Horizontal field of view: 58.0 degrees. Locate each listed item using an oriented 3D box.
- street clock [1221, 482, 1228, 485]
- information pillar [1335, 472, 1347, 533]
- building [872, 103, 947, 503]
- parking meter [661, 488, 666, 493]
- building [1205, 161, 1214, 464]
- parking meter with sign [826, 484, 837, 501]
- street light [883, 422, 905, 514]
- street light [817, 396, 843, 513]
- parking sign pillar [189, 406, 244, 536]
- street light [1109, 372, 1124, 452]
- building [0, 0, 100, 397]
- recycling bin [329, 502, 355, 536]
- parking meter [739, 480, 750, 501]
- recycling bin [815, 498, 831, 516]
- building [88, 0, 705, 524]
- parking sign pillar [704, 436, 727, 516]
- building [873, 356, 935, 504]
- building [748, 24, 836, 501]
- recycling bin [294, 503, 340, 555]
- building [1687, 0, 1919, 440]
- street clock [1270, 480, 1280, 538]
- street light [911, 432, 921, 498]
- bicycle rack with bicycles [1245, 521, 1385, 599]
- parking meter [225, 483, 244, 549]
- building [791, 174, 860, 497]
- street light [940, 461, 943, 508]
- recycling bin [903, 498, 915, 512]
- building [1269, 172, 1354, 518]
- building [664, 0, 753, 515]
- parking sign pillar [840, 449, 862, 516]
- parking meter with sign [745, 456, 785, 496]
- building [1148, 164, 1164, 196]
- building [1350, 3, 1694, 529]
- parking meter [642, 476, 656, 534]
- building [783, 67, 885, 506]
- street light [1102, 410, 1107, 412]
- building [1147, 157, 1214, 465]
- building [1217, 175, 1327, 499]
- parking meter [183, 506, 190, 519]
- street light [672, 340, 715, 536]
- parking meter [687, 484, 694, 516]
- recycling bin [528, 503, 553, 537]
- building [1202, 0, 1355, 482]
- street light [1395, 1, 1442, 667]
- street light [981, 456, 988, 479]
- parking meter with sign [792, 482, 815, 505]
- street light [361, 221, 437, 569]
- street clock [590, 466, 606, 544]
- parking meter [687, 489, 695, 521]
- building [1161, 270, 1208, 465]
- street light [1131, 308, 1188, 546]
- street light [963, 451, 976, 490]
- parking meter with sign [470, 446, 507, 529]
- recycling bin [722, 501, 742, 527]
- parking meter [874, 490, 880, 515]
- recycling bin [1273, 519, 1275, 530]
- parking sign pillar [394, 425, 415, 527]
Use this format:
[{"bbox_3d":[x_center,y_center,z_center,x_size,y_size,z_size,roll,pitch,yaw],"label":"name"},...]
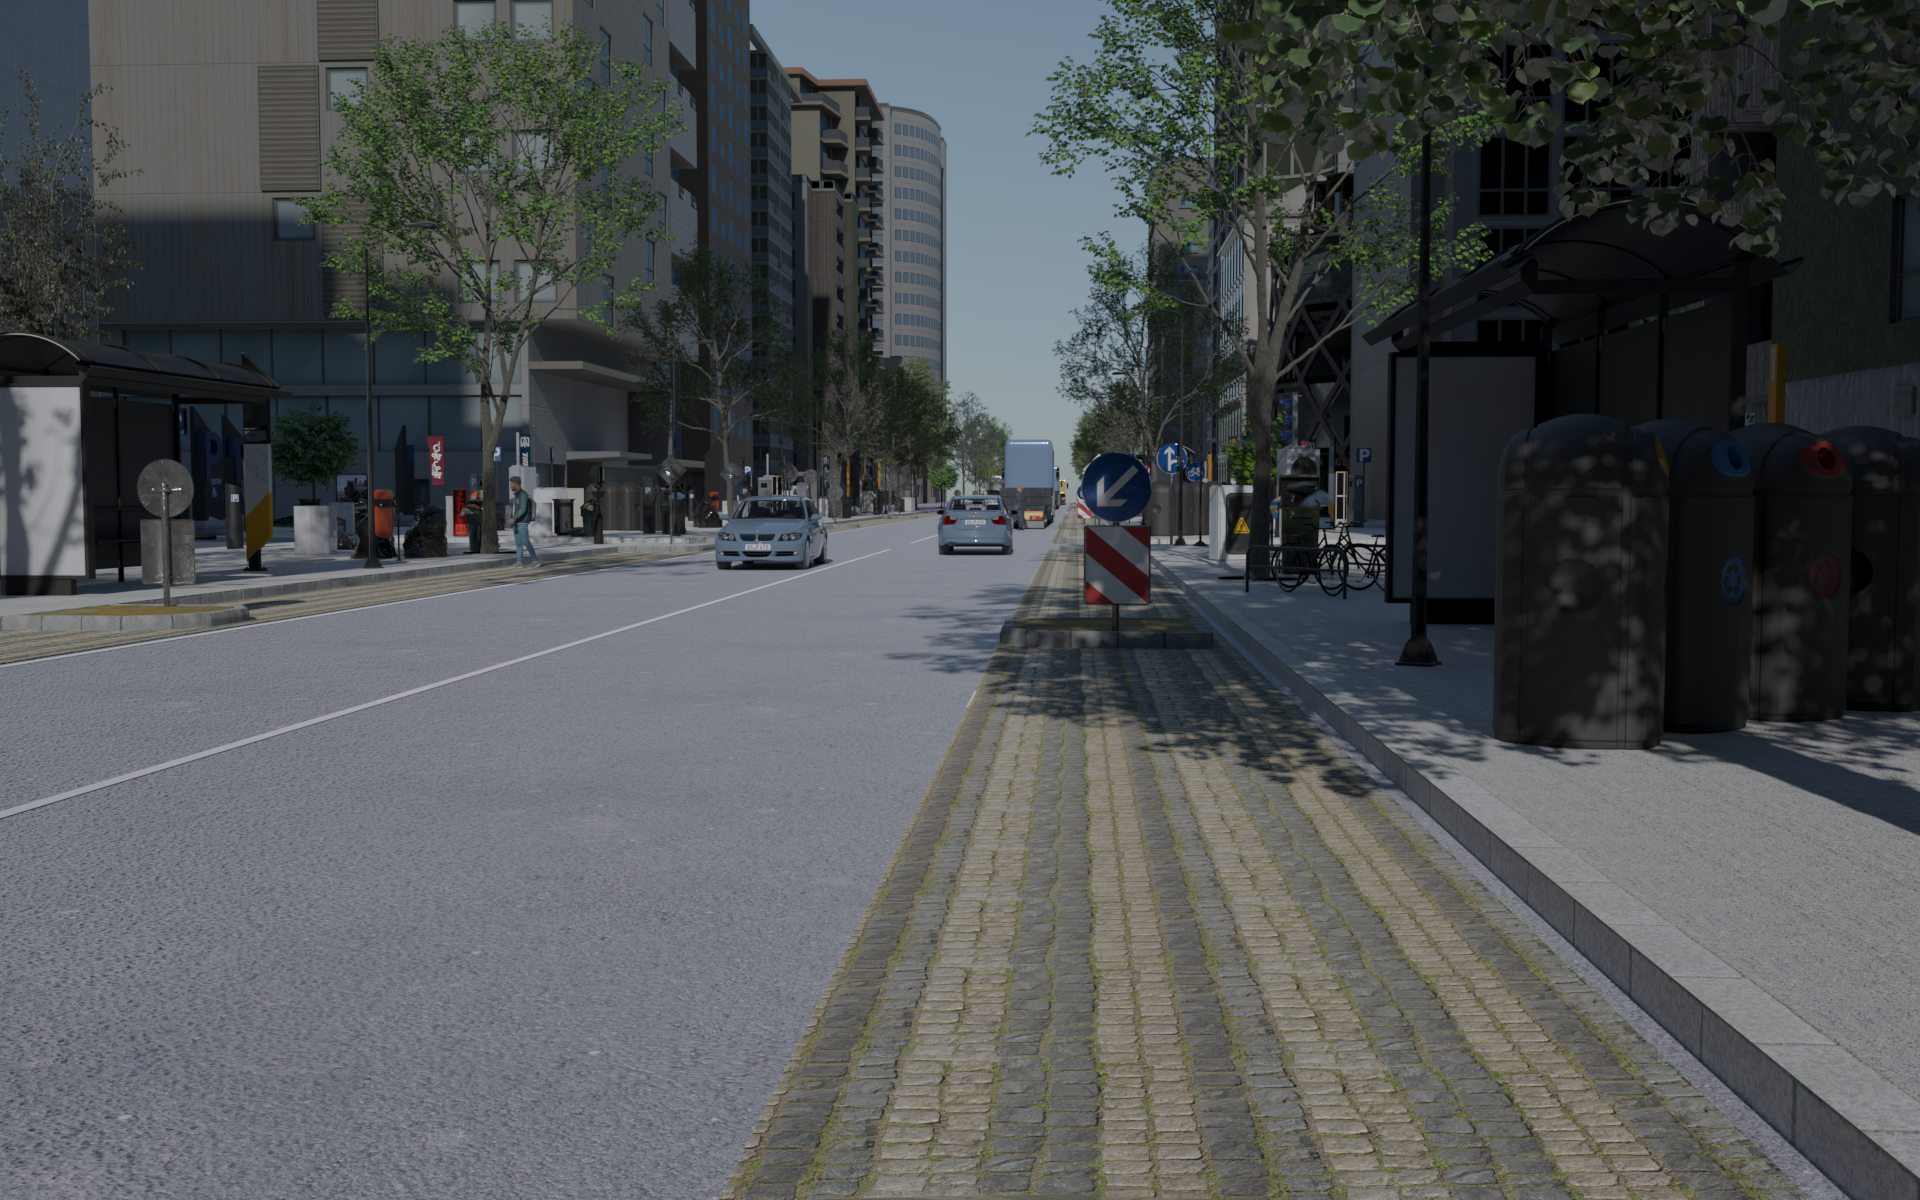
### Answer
[{"bbox_3d":[15.595,-5.972,102.216,0.358,2.002,0.471,-3,5,-40],"label":"street clock"},{"bbox_3d":[12.507,-3.199,56.802,0.304,2.012,0.304,2,4,28],"label":"information pillar"},{"bbox_3d":[-13.531,-44.000,261.400,21.231,58.520,28.212,0,4,4],"label":"building"},{"bbox_3d":[-11.599,-3.598,67.234,0.372,1.533,0.369,0,3,0],"label":"parking meter"},{"bbox_3d":[38.544,-29.851,179.943,32.217,40.220,23.993,0,4,4],"label":"building"},{"bbox_3d":[-9.166,-7.972,126.603,0.543,3.016,1.738,3,4,38],"label":"parking meter with sign"},{"bbox_3d":[-4.259,-8.513,111.728,1.470,5.913,1.316,0,4,4],"label":"street light"},{"bbox_3d":[-6.216,-6.698,82.055,1.470,5.913,1.316,0,4,4],"label":"street light"},{"bbox_3d":[-23.419,-4.002,53.901,1.447,3.967,1.447,0,4,2],"label":"parking sign pillar"},{"bbox_3d":[6.457,-5.709,65.888,1.470,5.913,1.316,0,4,4],"label":"street light"},{"bbox_3d":[-28.369,-12.995,30.491,19.932,24.808,12.078,0,4,4],"label":"building"},{"bbox_3d":[-18.882,-2.468,52.906,0.722,1.027,0.722,-1,4,-20],"label":"recycling bin"},{"bbox_3d":[-8.810,-3.976,70.723,0.399,1.863,0.255,-2,4,-26],"label":"parking meter"},{"bbox_3d":[-7.883,-5.331,99.718,0.722,1.027,0.722,-2,4,-28],"label":"recycling bin"},{"bbox_3d":[-28.655,-30.363,85.670,28.713,52.752,27.495,0,4,4],"label":"building"},{"bbox_3d":[-11.400,-5.653,80.899,1.447,3.967,1.447,-3,5,-42],"label":"parking sign pillar"},{"bbox_3d":[-18.285,-23.807,234.280,27.650,21.520,28.899,0,4,4],"label":"building"},{"bbox_3d":[-26.698,-27.405,139.960,32.217,40.220,23.993,0,4,4],"label":"building"},{"bbox_3d":[-13.609,-1.470,36.585,0.722,1.027,0.722,0,4,-7],"label":"recycling bin"},{"bbox_3d":[19.097,-15.579,26.423,14.160,30.474,14.107,0,4,4],"label":"building"},{"bbox_3d":[9.387,-2.839,50.991,0.471,2.002,0.358,2,4,27],"label":"street clock"},{"bbox_3d":[-3.082,-9.533,128.412,1.470,5.913,1.316,0,4,4],"label":"street light"},{"bbox_3d":[4.991,-0.559,22.528,2.852,0.926,2.925,-2,4,-31],"label":"bicycle rack with bicycles"},{"bbox_3d":[-16.981,-1.965,40.532,0.372,1.533,0.369,0,3,0],"label":"parking meter"},{"bbox_3d":[-17.064,-23.698,159.164,14.160,30.474,14.107,0,4,4],"label":"building"},{"bbox_3d":[-1.154,-11.348,158.087,1.470,5.913,1.316,0,4,4],"label":"street light"},{"bbox_3d":[-3.699,-6.860,124.711,0.722,1.027,0.722,1,4,22],"label":"recycling bin"},{"bbox_3d":[25.885,-14.093,97.875,16.820,18.784,16.811,0,4,4],"label":"building"},{"bbox_3d":[-21.947,-28.391,114.308,14.600,45.320,14.200,0,4,4],"label":"building"},{"bbox_3d":[-6.515,-6.950,102.102,1.447,3.967,1.447,3,5,43],"label":"parking sign pillar"},{"bbox_3d":[-8.907,-5.082,79.359,1.738,3.016,0.543,0,4,-3],"label":"parking meter with sign"},{"bbox_3d":[43.383,-41.555,268.656,28.713,52.752,27.495,0,4,4],"label":"building"},{"bbox_3d":[27.622,-16.524,63.674,24.014,27.812,14.314,0,4,4],"label":"building"},{"bbox_3d":[-10.035,-3.075,55.990,0.399,1.863,0.255,1,4,8],"label":"parking meter"},{"bbox_3d":[-19.641,-32.178,180.741,22.147,44.769,28.867,0,4,4],"label":"building"},{"bbox_3d":[8.472,-7.543,95.872,1.470,5.913,1.316,0,4,4],"label":"street light"},{"bbox_3d":[37.636,-37.976,244.611,21.300,48.544,21.600,0,4,4],"label":"building"},{"bbox_3d":[22.803,-16.328,116.117,9.793,20.994,18.267,0,4,4],"label":"building"},{"bbox_3d":[-25.903,-3.019,57.774,0.372,1.533,0.369,0,3,0],"label":"parking meter"},{"bbox_3d":[-8.092,-4.883,52.376,1.470,5.913,1.316,0,4,4],"label":"street light"},{"bbox_3d":[-15.907,-5.910,102.342,0.399,1.863,0.255,2,4,26],"label":"parking meter"},{"bbox_3d":[-12.535,-2.392,51.669,0.722,1.027,0.722,-1,4,-12],"label":"recycling bin"},{"bbox_3d":[31.768,-43.912,156.213,20.563,71.187,20.611,0,4,4],"label":"building"},{"bbox_3d":[2.903,-2.467,12.876,1.470,5.913,1.316,0,4,4],"label":"street light"},{"bbox_3d":[2.401,-14.587,211.043,1.470,5.913,1.316,0,4,4],"label":"street light"},{"bbox_3d":[-10.115,-7.055,111.603,1.738,3.016,0.543,2,4,26],"label":"parking meter with sign"},{"bbox_3d":[-9.603,-3.496,29.693,1.470,5.913,1.316,0,4,4],"label":"street light"},{"bbox_3d":[-9.220,-2.421,44.151,0.358,2.002,0.471,1,4,15],"label":"street clock"},{"bbox_3d":[-12.758,-4.519,82.298,0.372,1.533,0.369,0,3,0],"label":"parking meter"},{"bbox_3d":[33.356,-27.861,227.232,14.160,30.474,14.107,0,4,4],"label":"building"},{"bbox_3d":[4.916,-4.293,42.728,1.470,5.913,1.316,0,4,4],"label":"street light"},{"bbox_3d":[0.863,-13.185,188.115,1.470,5.913,1.316,0,4,4],"label":"street light"},{"bbox_3d":[-17.420,-4.073,62.859,0.543,3.016,1.738,2,4,32],"label":"parking meter with sign"},{"bbox_3d":[-8.355,-3.171,64.407,0.722,1.027,0.722,2,4,25],"label":"recycling bin"},{"bbox_3d":[-5.046,-5.898,104.835,0.372,1.533,0.369,0,3,0],"label":"parking meter"},{"bbox_3d":[11.193,-2.954,60.856,0.722,1.027,0.722,-1,4,-18],"label":"recycling bin"},{"bbox_3d":[-21.963,-4.894,68.484,1.447,3.967,1.447,-2,4,-32],"label":"parking sign pillar"}]
